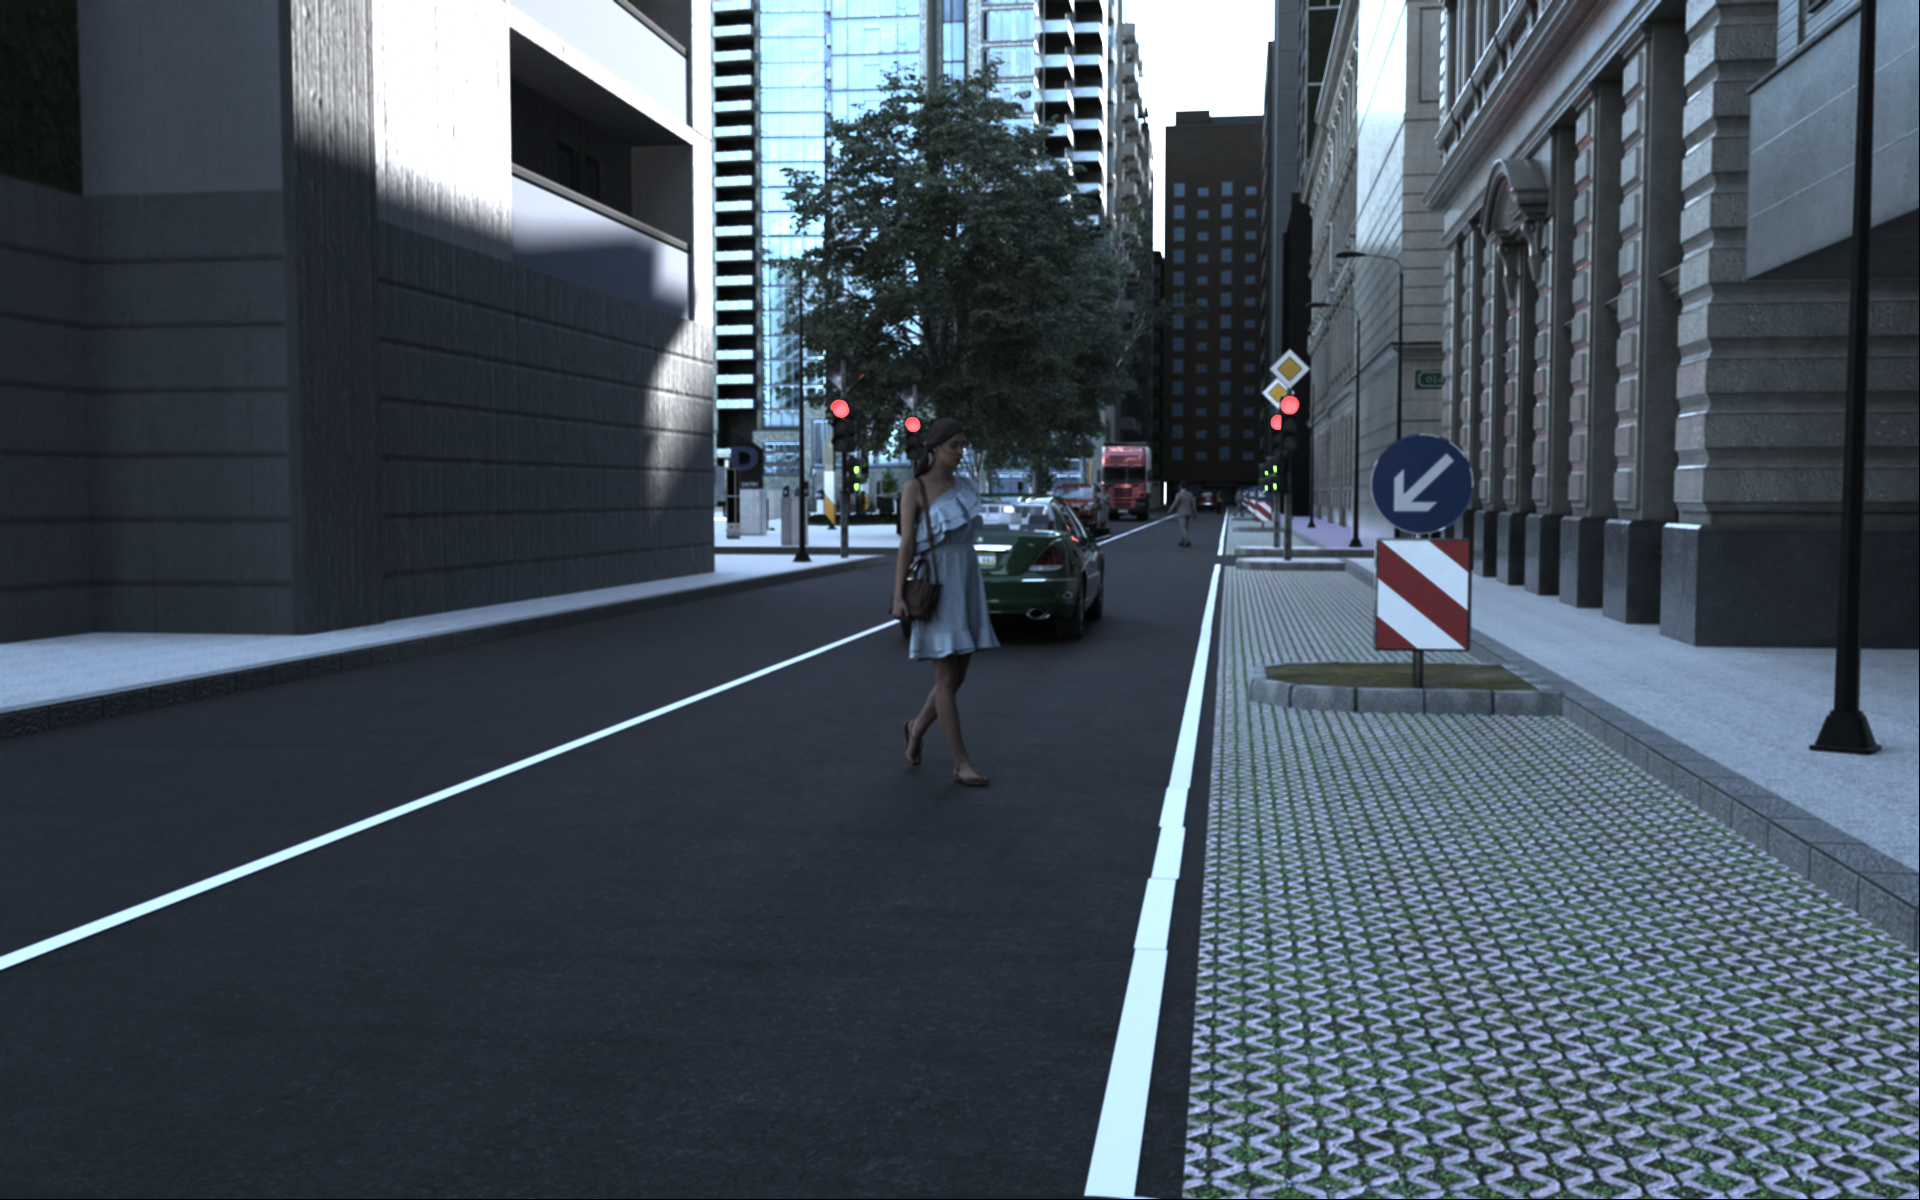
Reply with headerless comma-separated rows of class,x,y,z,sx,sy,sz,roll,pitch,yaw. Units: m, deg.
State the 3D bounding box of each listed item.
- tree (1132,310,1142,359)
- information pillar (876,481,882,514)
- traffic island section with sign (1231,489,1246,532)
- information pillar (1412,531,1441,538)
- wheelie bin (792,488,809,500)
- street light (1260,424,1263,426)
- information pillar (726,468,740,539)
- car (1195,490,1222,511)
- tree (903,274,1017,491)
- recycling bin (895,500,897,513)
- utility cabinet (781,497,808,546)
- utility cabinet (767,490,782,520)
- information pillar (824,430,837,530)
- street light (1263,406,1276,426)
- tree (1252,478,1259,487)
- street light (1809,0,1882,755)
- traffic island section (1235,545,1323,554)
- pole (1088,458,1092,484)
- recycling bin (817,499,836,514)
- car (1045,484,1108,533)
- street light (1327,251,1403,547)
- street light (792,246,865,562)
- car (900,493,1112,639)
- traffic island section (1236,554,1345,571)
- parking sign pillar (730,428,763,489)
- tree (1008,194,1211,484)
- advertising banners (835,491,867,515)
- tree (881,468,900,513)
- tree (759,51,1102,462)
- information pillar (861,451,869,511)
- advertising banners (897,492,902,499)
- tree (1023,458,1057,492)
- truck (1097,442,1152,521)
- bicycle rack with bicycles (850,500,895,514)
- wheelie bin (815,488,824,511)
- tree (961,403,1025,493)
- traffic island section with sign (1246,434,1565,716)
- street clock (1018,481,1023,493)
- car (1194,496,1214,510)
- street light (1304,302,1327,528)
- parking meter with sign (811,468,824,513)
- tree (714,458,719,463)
tree,3.482,-10.590,79.802,9.857,13.997,8.962,0,3,0
information pillar,-4.383,-5.463,93.811,0.304,2.012,0.304,0,4,7
traffic island section with sign,11.440,-3.512,66.056,1.989,1.847,2.006,1,4,9
information pillar,6.489,-1.198,24.077,0.304,2.012,0.304,3,5,45
wheelie bin,-8.379,-5.091,91.151,0.980,1.594,0.693,1,4,11
street light,20.669,-8.740,115.441,1.470,5.913,1.316,1,4,9
information pillar,-6.518,-2.768,49.744,0.304,2.012,0.304,1,4,16
car,21.100,-8.468,147.117,2.281,1.827,5.304,1,4,8
tree,0.379,-6.538,57.257,4.737,8.622,4.395,0,3,0
recycling bin,-3.284,-5.138,96.554,0.722,1.027,0.722,0,4,-2
utility cabinet,-4.149,-1.971,43.393,0.306,1.237,1.020,1,4,20
utility cabinet,-9.518,-4.871,88.324,0.318,1.500,1.173,2,4,28
information pillar,-4.709,-4.367,62.750,0.504,3.616,0.183,3,5,39
street light,16.878,-7.262,91.279,1.470,5.913,1.316,1,4,9
tree,33.271,-12.081,192.126,1.663,3.219,1.824,0,3,0
street light,3.914,-2.206,8.610,1.470,5.913,1.316,1,4,9
traffic island section,7.612,-1.177,41.531,2.009,0.180,2.903,1,4,9
pole,7.119,-6.165,94.641,0.158,3.312,0.155,0,3,0
recycling bin,-6.357,-4.274,82.438,0.722,1.027,0.722,-2,4,-27
car,4.355,-3.428,64.717,2.281,1.827,5.304,1,4,11
street light,7.862,-3.709,33.182,1.470,5.913,1.316,1,4,9
street light,-2.465,-3.676,32.638,1.470,5.913,1.316,1,4,9
car,0.533,-0.420,18.659,2.131,1.459,4.920,1,4,9
traffic island section,6.382,-0.695,33.641,2.009,0.180,2.903,1,4,9
parking sign pillar,-8.643,-4.998,70.194,1.447,3.967,1.447,0,4,2
tree,8.986,-15.484,109.052,12.611,20.169,13.585,0,3,0
advertising banners,-5.110,-4.967,77.403,2.074,3.025,0.090,1,4,23
tree,-4.980,-7.531,117.727,1.663,3.219,1.824,0,3,0
tree,-0.531,-8.740,49.554,9.857,13.997,8.962,0,3,0
information pillar,-5.038,-6.111,91.270,0.504,3.616,0.183,-3,5,-41
advertising banners,-3.198,-7.310,115.709,2.074,3.025,0.090,-1,4,-13
tree,4.244,-5.770,88.939,1.663,3.219,1.824,0,3,0
truck,9.208,-6.532,95.708,2.839,4.237,11.283,0,4,7
bicycle rack with bicycles,-4.985,-5.468,102.790,2.925,0.926,2.852,1,4,11
wheelie bin,-6.920,-4.833,86.931,0.693,1.594,0.980,0,4,3
tree,1.793,-8.944,96.593,4.360,8.622,3.978,0,3,0
traffic island section with sign,3.048,-0.217,12.174,1.989,1.847,2.006,1,4,9
street clock,3.450,-5.785,99.151,0.358,2.002,0.471,1,4,9
car,22.110,-9.078,157.213,1.959,1.807,4.718,1,4,10
street light,9.080,-4.248,41.994,1.470,5.913,1.316,1,4,9
parking meter with sign,-9.152,-7.354,116.496,1.738,3.016,0.543,2,4,28
tree,-14.495,-6.615,91.869,4.285,4.588,4.351,0,3,0
